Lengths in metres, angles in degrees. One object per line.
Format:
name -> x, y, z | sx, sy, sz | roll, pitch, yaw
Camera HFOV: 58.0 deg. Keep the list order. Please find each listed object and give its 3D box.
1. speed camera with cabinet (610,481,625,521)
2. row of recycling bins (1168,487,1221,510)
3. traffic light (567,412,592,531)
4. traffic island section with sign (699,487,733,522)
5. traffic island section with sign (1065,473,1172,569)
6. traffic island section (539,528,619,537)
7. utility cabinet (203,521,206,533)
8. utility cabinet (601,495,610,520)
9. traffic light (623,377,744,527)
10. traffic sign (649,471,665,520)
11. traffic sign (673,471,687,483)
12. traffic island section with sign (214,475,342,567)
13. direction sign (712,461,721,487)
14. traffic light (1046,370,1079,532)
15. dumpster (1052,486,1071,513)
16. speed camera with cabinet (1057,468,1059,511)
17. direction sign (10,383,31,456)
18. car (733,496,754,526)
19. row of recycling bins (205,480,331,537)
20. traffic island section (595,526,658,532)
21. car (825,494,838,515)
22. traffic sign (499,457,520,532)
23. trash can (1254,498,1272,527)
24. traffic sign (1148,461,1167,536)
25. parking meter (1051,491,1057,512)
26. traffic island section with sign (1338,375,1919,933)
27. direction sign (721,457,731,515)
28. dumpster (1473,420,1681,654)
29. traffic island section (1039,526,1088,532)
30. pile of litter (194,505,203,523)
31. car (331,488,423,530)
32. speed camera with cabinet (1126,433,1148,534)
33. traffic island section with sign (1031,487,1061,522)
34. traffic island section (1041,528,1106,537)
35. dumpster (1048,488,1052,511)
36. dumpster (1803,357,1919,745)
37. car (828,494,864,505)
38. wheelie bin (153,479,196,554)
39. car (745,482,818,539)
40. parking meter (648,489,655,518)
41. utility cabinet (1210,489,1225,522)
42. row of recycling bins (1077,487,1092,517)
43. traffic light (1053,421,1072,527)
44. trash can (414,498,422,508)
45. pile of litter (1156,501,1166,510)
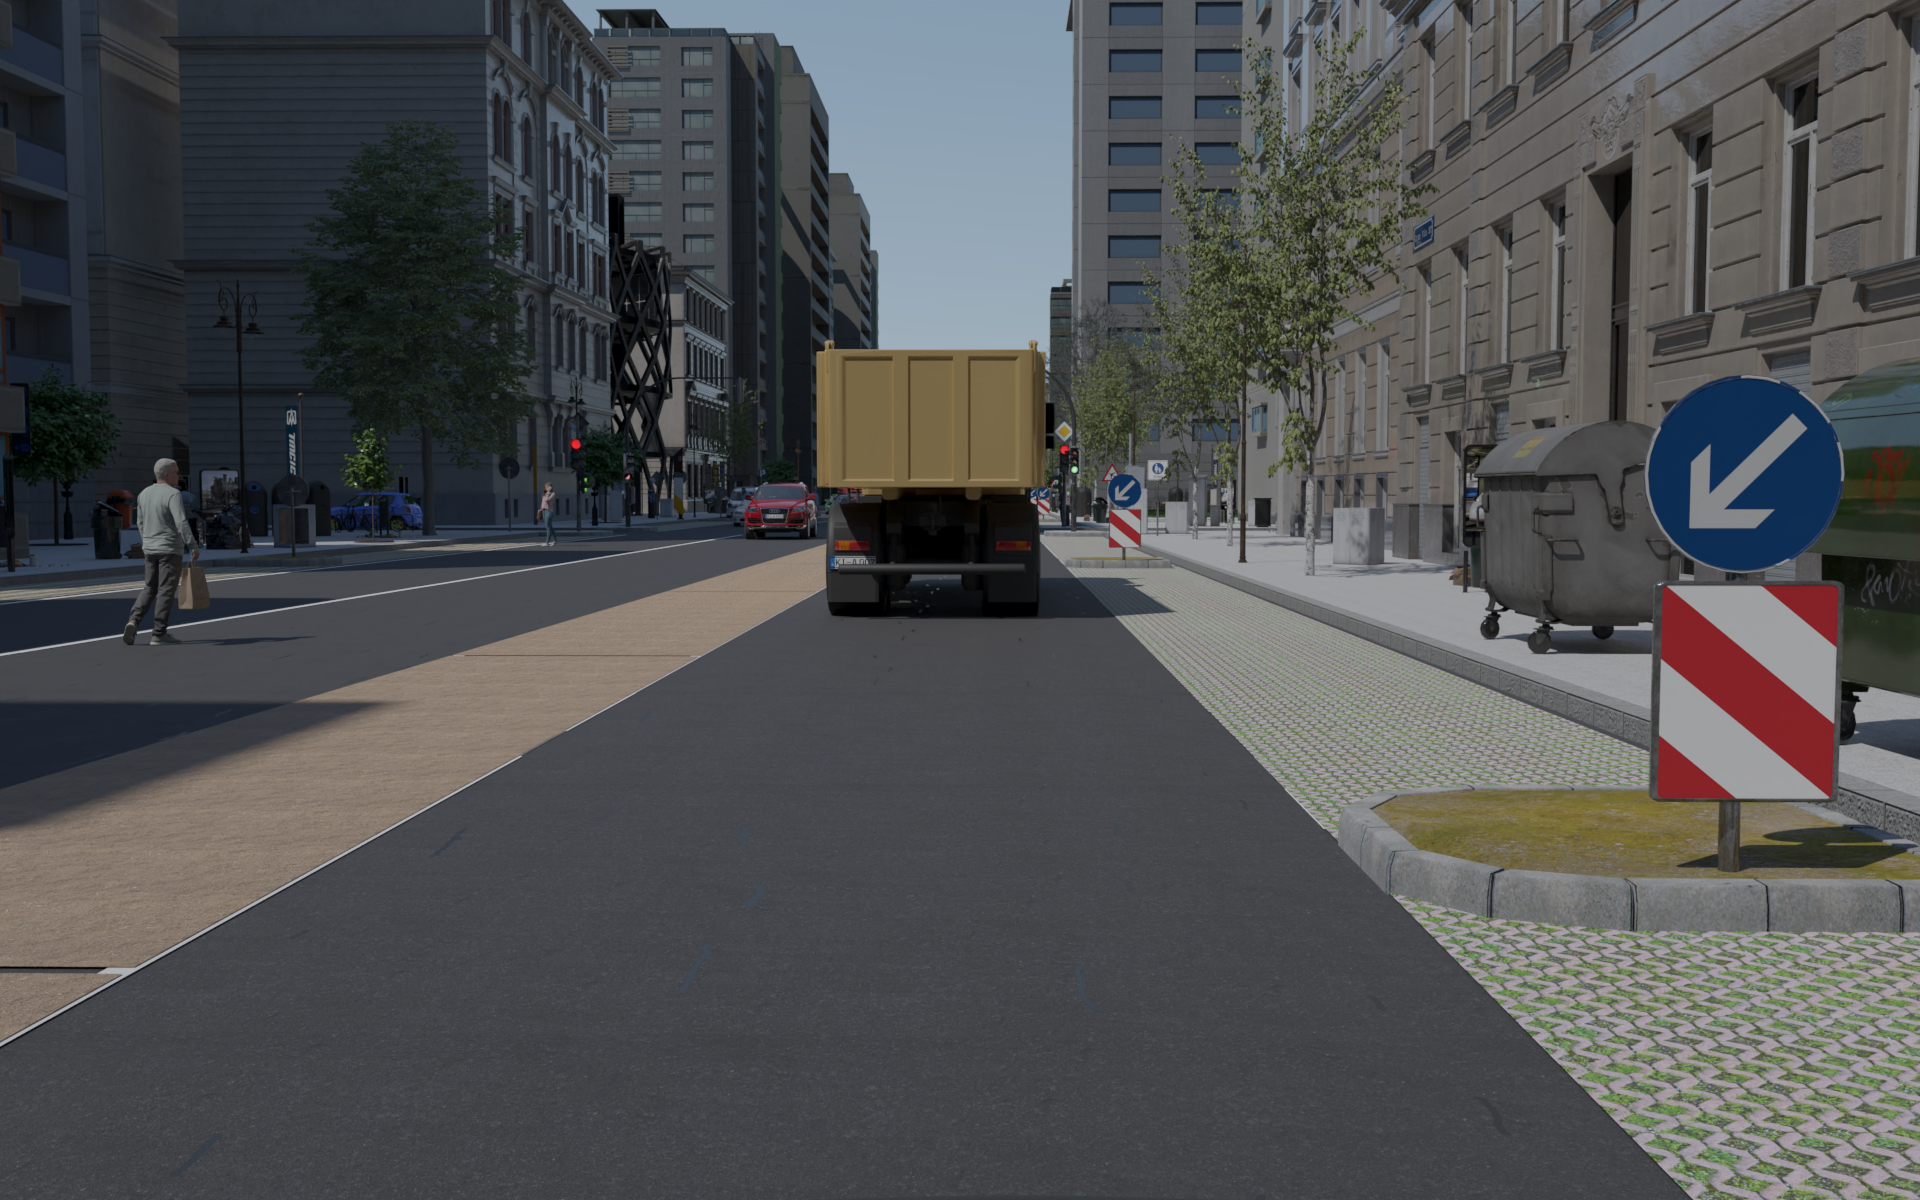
speed camera with cabinet -> -16.269, -5.392, 82.497 | 0.660, 3.252, 2.038 | 0, 4, -4
row of recycling bins -> 13.332, -5.441, 96.075 | 3.534, 1.692, 1.069 | 0, 4, 2
traffic light -> -13.054, -4.306, 59.318 | 0.839, 4.253, 0.868 | 0, 4, 1
traffic island section with sign -> -12.486, -4.998, 90.337 | 1.989, 1.847, 2.006 | 0, 4, 1
traffic island section with sign -> 3.073, -1.556, 34.065 | 1.989, 1.847, 2.006 | 0, 4, 1
traffic island section -> -13.094, -2.274, 59.453 | 2.009, 0.180, 2.903 | 0, 4, 1
utility cabinet -> -23.631, -2.827, 54.899 | 0.318, 1.500, 1.173 | 0, 4, -3
utility cabinet -> -17.452, -4.546, 85.488 | 0.306, 1.237, 1.020 | 0, 4, 0
traffic light -> -10.803, -5.665, 67.295 | 4.771, 5.953, 1.251 | 0, 4, 1
traffic sign -> -14.951, -5.155, 85.467 | 0.795, 2.450, 0.064 | 1, 4, 9
traffic sign -> -14.652, -5.531, 90.546 | 0.768, 2.556, 0.104 | 0, 4, 5
traffic island section with sign -> -13.575, -1.598, 34.757 | 1.989, 1.847, 2.006 | 0, 4, 1
direction sign -> -16.598, -7.771, 119.052 | 0.876, 3.537, 0.379 | -2, 4, -32
traffic light -> 1.761, -5.152, 58.902 | 4.771, 5.953, 1.251 | 0, 4, 1
dumpster -> 7.033, -6.807, 117.046 | 1.264, 1.857, 1.865 | 0, 4, 1
speed camera with cabinet -> 7.319, -8.549, 134.110 | 0.660, 3.252, 2.038 | 0, 4, -7
direction sign -> -19.433, -2.652, 35.357 | 0.876, 3.537, 0.379 | -1, 4, -12
car -> -9.026, -4.023, 78.134 | 2.083, 1.381, 4.827 | 0, 4, 3
row of recycling bins -> -20.919, -2.770, 52.397 | 3.534, 1.692, 1.069 | -2, 4, -25
traffic island section -> -12.936, -2.762, 67.437 | 2.009, 0.180, 2.903 | 0, 4, 1
car -> -8.354, -6.706, 121.447 | 2.131, 1.459, 4.920 | 0, 4, 2
traffic sign -> -15.407, -3.615, 59.210 | 0.768, 2.556, 0.104 | 1, 4, 11
trash can -> 11.653, -3.365, 66.669 | 0.748, 1.137, 0.748 | 0, 3, 0
traffic sign -> 6.030, -3.101, 52.826 | 0.606, 2.300, 0.079 | 0, 4, 5
parking meter -> 6.687, -7.020, 123.194 | 0.372, 1.533, 0.369 | 0, 3, 0
traffic island section with sign -> 2.530, 0.126, 6.572 | 1.989, 1.847, 2.006 | 0, 4, 1
direction sign -> -14.075, -6.939, 105.448 | 0.379, 3.537, 0.876 | 0, 4, 4
dumpster -> 5.168, -0.535, 14.507 | 1.264, 1.857, 1.865 | 0, 4, 1
traffic island section -> 4.052, -2.741, 67.099 | 2.009, 0.180, 2.903 | 0, 4, 1
pile of litter -> -30.647, -3.416, 69.819 | 1.719, 0.858, 1.176 | 0, 4, -5
car -> -21.595, -3.288, 63.356 | 3.694, 1.707, 1.945 | 0, 4, 1
speed camera with cabinet -> 5.723, -3.765, 55.899 | 0.660, 3.252, 2.038 | 0, 4, 3
traffic island section with sign -> 4.155, -4.902, 88.771 | 1.989, 1.847, 2.006 | 0, 4, 1
traffic island section -> 3.894, -2.253, 59.115 | 2.009, 0.180, 2.903 | 0, 4, 1
dumpster -> 7.288, -7.667, 131.107 | 1.264, 1.857, 1.865 | 0, 4, 1
dumpster -> 4.974, -0.337, 8.005 | 1.502, 2.255, 1.985 | 0, 4, 1
car -> -4.966, -4.149, 79.631 | 2.131, 1.459, 4.920 | 0, 4, 1
wheelie bin -> -16.777, -1.771, 36.864 | 0.980, 1.594, 0.693 | -1, 4, -11
car -> -5.783, -2.915, 56.328 | 2.281, 1.827, 5.304 | 0, 4, -1
parking meter -> -16.268, -5.069, 91.288 | 0.372, 1.533, 0.369 | 0, 3, 0
utility cabinet -> 11.529, -4.210, 77.513 | 0.318, 1.500, 1.173 | 2, 4, 28
row of recycling bins -> 6.965, -5.572, 98.213 | 1.069, 1.692, 3.534 | 0, 4, 0
traffic light -> 4.012, -4.775, 66.985 | 0.839, 4.253, 0.868 | 0, 4, 1
trash can -> -21.594, -3.467, 68.334 | 0.748, 1.137, 0.748 | 0, 3, 0
pile of litter -> 12.935, -6.066, 113.143 | 1.719, 0.858, 1.176 | 1, 4, 12
